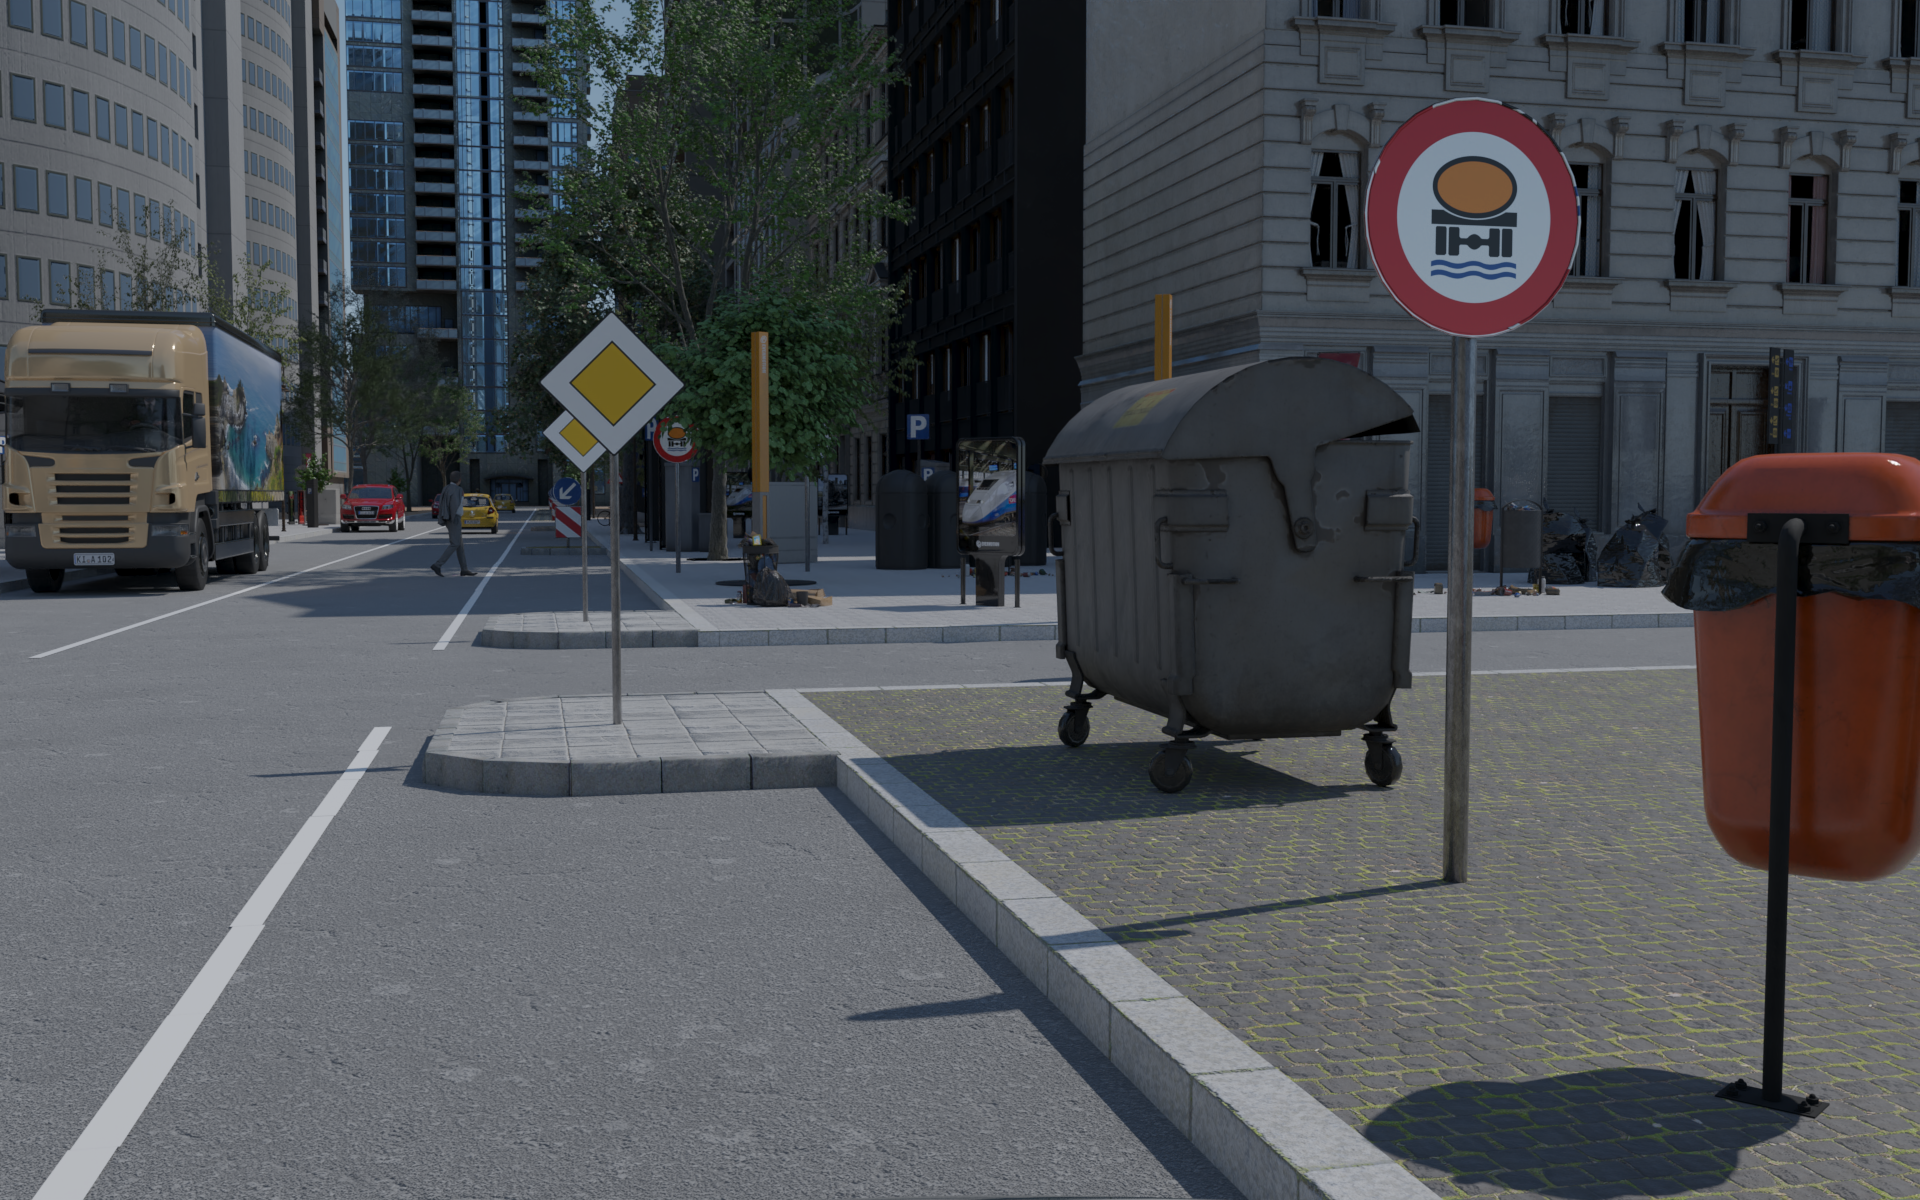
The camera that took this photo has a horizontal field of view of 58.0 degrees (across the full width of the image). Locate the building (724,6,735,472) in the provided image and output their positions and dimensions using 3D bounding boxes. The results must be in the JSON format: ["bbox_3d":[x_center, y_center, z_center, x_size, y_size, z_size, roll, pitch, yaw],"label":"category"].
[{"bbox_3d":[-6.515,-41.314,113.729,20.563,71.187,20.611,-1,4,-13],"label":"building"}]

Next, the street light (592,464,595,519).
[{"bbox_3d":[-19.187,-7.202,90.547,0.468,5.910,1.993,-1,4,-13],"label":"street light"}]

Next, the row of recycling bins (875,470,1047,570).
[{"bbox_3d":[0.103,-1.421,30.345,3.534,1.692,1.069,-3,4,-38],"label":"row of recycling bins"}]

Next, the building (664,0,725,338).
[{"bbox_3d":[-11.511,-31.299,135.440,21.300,48.544,21.600,-1,4,-13],"label":"building"}]

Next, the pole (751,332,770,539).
[{"bbox_3d":[-2.524,-1.717,21.922,0.158,3.312,0.155,0,3,0],"label":"pole"}]

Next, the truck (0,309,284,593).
[{"bbox_3d":[-13.231,-2.434,28.706,2.839,4.237,11.283,-1,4,-14],"label":"truck"}]

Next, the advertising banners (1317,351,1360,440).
[{"bbox_3d":[3.887,-1.546,21.469,2.074,3.025,0.090,0,4,8],"label":"advertising banners"}]

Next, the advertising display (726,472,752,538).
[{"bbox_3d":[-6.382,-2.744,50.074,0.974,1.923,0.123,1,4,21],"label":"advertising display"}]

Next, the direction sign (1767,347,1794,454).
[{"bbox_3d":[12.782,-2.143,27.038,0.876,3.537,0.379,-3,5,-43],"label":"direction sign"}]

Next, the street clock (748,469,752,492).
[{"bbox_3d":[-4.802,-2.247,41.312,0.471,2.002,0.358,-2,4,-35],"label":"street clock"}]

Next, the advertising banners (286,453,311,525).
[{"bbox_3d":[-27.917,-4.714,73.270,0.090,3.025,2.074,1,4,9],"label":"advertising banners"}]

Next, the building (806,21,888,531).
[{"bbox_3d":[0.150,-12.337,66.342,10.561,19.102,19.286,-1,4,-13],"label":"building"}]

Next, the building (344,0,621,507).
[{"bbox_3d":[-53.319,-53.480,187.064,31.000,86.520,22.319,-1,4,-13],"label":"building"}]

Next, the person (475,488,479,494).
[{"bbox_3d":[-32.519,-6.618,116.788,0.705,1.814,1.350,1,4,9],"label":"person"}]

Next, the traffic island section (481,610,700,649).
[{"bbox_3d":[-3.749,0.296,17.441,2.009,0.180,2.903,-1,4,-13],"label":"traffic island section"}]

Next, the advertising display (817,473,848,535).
[{"bbox_3d":[-3.978,-2.988,54.068,0.974,1.923,0.123,0,4,-8],"label":"advertising display"}]

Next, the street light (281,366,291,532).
[{"bbox_3d":[-23.115,-5.274,59.025,0.468,5.910,1.993,-1,4,-13],"label":"street light"}]

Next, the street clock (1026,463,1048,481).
[{"bbox_3d":[1.800,-2.203,40.584,0.471,2.002,0.358,1,4,19],"label":"street clock"}]

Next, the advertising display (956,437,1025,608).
[{"bbox_3d":[0.344,-0.892,19.800,0.974,1.923,0.123,3,5,44],"label":"advertising display"}]

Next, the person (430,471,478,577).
[{"bbox_3d":[-8.778,-1.312,30.045,0.850,1.850,0.679,-2,4,-33],"label":"person"}]

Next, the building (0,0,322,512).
[{"bbox_3d":[-58.058,-35.420,121.113,21.231,58.520,28.212,-1,4,-13],"label":"building"}]

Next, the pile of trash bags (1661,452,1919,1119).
[{"bbox_3d":[2.927,0.421,2.870,3.447,1.369,1.912,3,5,41],"label":"pile of trash bags"}]

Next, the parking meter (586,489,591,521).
[{"bbox_3d":[-18.120,-4.628,84.081,0.372,1.533,0.369,0,3,0],"label":"parking meter"}]

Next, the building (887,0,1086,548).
[{"bbox_3d":[5.486,-13.443,49.463,12.332,23.373,15.834,-1,4,-13],"label":"building"}]

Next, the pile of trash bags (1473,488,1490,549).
[{"bbox_3d":[8.758,-0.953,25.338,1.912,1.369,3.447,-3,5,-41],"label":"pile of trash bags"}]

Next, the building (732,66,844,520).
[{"bbox_3d":[-5.275,-14.419,84.897,9.793,20.994,18.267,-1,4,-13],"label":"building"}]

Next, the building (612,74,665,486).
[{"bbox_3d":[-30.401,-32.999,189.647,14.200,45.320,14.600,-1,4,-13],"label":"building"}]

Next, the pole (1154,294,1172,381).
[{"bbox_3d":[2.083,-1.466,17.814,0.158,3.312,0.155,0,3,0],"label":"pole"}]

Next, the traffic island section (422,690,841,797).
[{"bbox_3d":[-1.893,0.771,9.673,2.009,0.180,2.903,-1,4,-13],"label":"traffic island section"}]

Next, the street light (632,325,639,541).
[{"bbox_3d":[-8.933,-4.570,47.514,0.468,5.910,1.993,-1,4,-13],"label":"street light"}]

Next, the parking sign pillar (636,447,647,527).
[{"bbox_3d":[-12.174,-4.825,67.358,1.447,3.967,1.447,0,4,-4],"label":"parking sign pillar"}]

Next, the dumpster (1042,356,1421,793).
[{"bbox_3d":[1.237,-0.147,8.167,1.264,1.857,1.865,-1,4,-14],"label":"dumpster"}]

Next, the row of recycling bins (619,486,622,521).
[{"bbox_3d":[-14.925,-4.452,79.899,1.069,1.692,3.534,1,4,13],"label":"row of recycling bins"}]

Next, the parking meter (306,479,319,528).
[{"bbox_3d":[-24.676,-3.686,65.974,0.399,1.863,0.255,2,4,25],"label":"parking meter"}]

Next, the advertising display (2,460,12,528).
[{"bbox_3d":[-18.109,-1.726,33.431,0.123,1.923,0.974,0,4,4],"label":"advertising display"}]

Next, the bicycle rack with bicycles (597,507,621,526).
[{"bbox_3d":[-13.176,-3.502,70.640,2.925,0.926,2.852,0,4,-4],"label":"bicycle rack with bicycles"}]

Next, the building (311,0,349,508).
[{"bbox_3d":[-59.161,-30.153,143.106,14.200,45.320,14.600,-1,4,-13],"label":"building"}]

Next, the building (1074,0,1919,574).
[{"bbox_3d":[12.218,-11.249,33.067,18.267,20.994,9.793,-1,4,-13],"label":"building"}]
